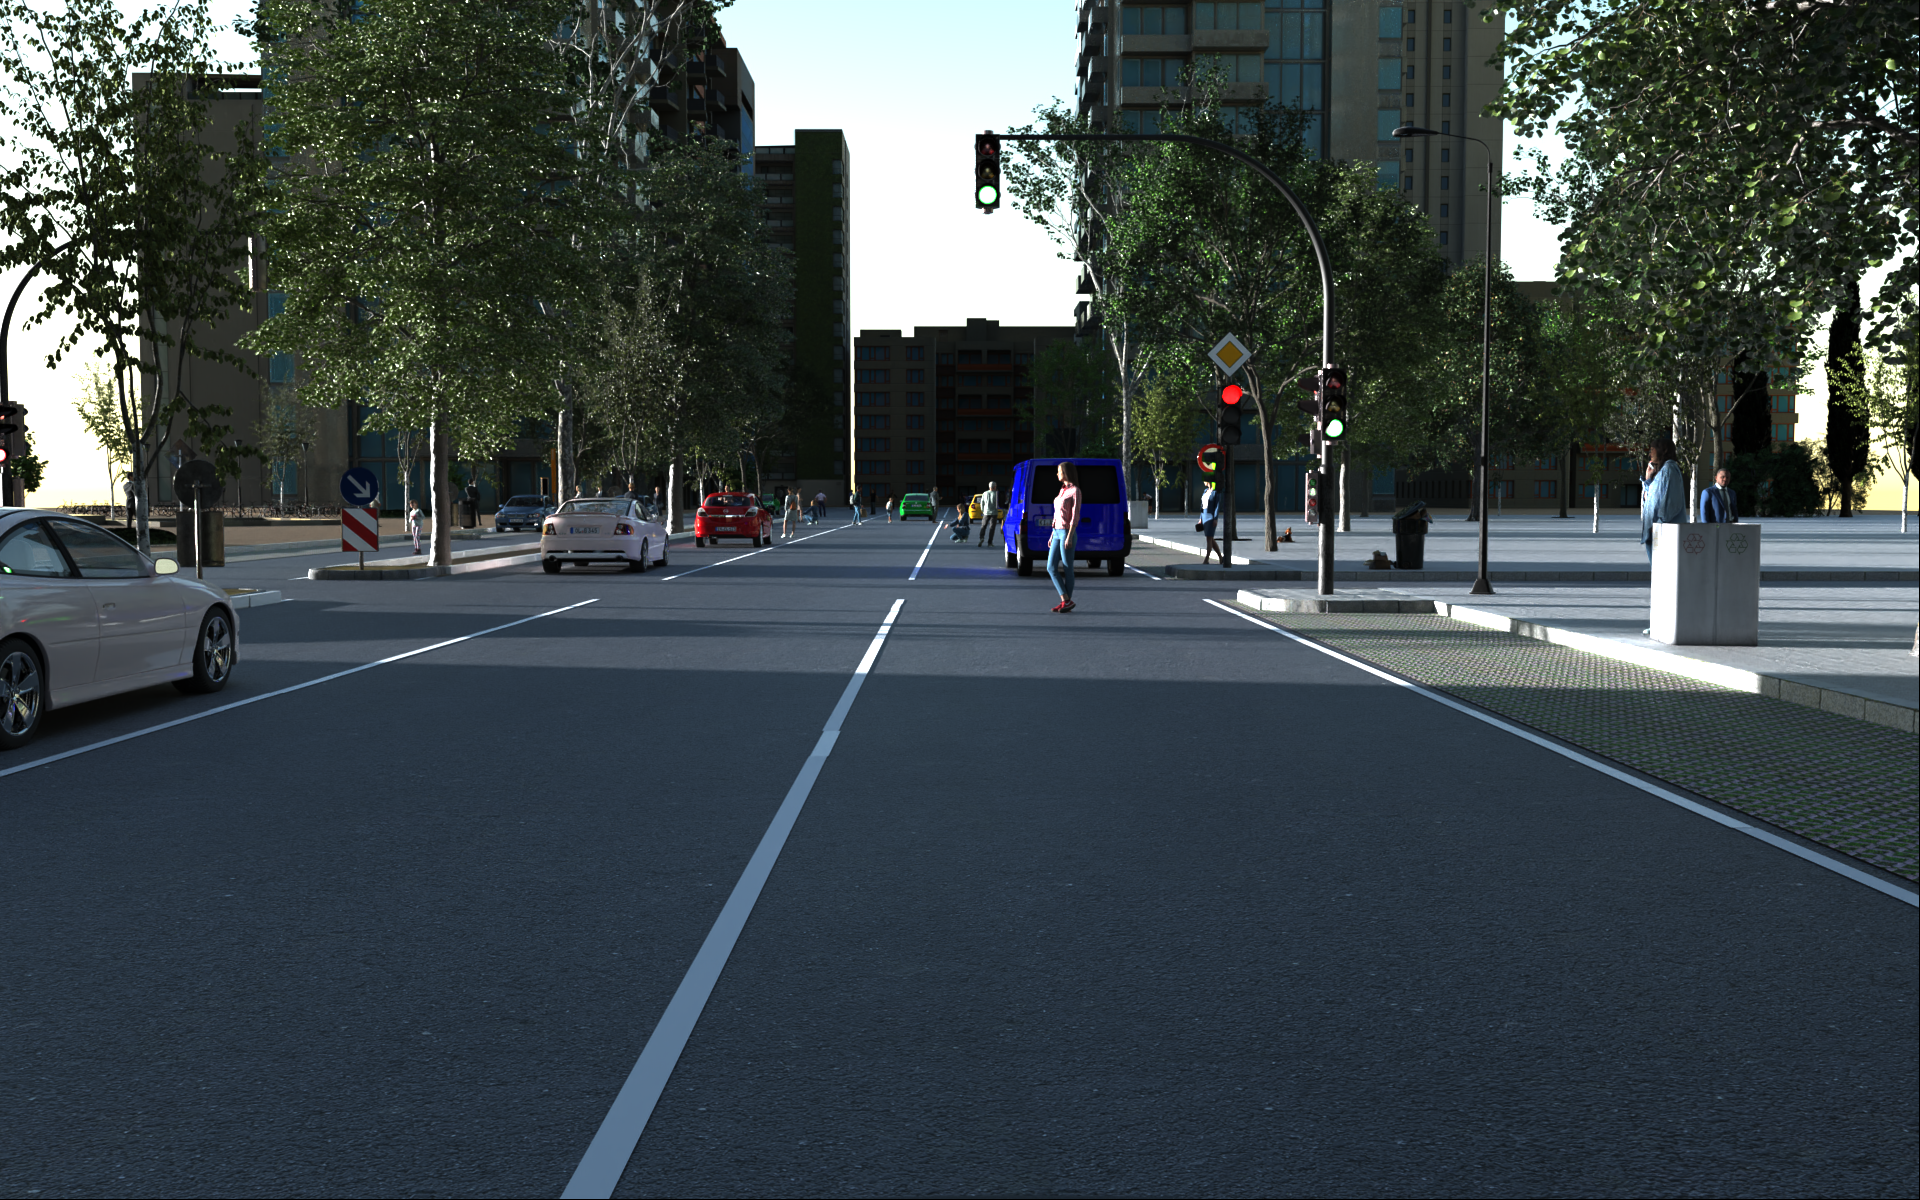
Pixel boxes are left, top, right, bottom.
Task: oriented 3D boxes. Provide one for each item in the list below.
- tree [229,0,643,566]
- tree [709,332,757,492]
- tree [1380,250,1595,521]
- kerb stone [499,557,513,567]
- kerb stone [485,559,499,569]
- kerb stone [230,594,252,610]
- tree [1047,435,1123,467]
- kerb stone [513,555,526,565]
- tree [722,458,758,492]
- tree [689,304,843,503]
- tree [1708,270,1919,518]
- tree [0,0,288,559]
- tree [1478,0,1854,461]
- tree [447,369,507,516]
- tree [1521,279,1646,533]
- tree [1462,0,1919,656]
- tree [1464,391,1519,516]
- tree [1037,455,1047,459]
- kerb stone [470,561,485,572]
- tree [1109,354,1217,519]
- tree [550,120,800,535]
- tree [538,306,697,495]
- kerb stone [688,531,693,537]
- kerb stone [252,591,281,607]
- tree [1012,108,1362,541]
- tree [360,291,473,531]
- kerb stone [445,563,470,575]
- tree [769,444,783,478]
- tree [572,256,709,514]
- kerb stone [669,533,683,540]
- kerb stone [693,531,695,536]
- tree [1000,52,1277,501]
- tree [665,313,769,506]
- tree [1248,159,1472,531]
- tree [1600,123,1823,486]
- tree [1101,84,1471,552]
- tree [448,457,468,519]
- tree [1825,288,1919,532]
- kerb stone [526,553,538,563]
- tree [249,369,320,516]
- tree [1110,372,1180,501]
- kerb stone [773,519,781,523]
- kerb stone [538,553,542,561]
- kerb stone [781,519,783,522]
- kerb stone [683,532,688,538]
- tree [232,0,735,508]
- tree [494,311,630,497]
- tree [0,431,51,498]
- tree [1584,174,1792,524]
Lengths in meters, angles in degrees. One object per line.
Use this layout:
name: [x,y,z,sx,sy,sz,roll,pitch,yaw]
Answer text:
tree: [-10.021,-6.883,33.113,7.486,12.596,7.792,0,3,0]
tree: [-10.181,-7.377,73.437,4.360,8.622,3.978,0,3,0]
tree: [24.576,-10.077,81.760,9.611,12.733,9.660,0,3,0]
kerb stone: [-9.085,-0.740,34.287,0.120,0.150,1.000,0,3,0]
kerb stone: [-9.085,-0.676,33.250,0.120,0.150,1.000,0,3,0]
kerb stone: [-9.063,0.047,21.431,0.120,0.150,1.000,0,3,0]
tree: [7.755,-6.892,96.401,4.285,4.588,4.351,0,3,0]
kerb stone: [-9.080,-0.802,35.309,0.120,0.150,1.000,0,3,0]
tree: [-18.756,-10.018,147.504,4.285,4.588,4.351,0,3,0]
tree: [-10.044,-9.239,87.920,8.767,10.594,7.601,0,3,0]
tree: [51.113,-12.016,98.279,18.604,14.587,13.155,0,4,-2]
tree: [-9.851,-4.141,20.529,4.737,8.622,4.395,0,3,0]
tree: [26.496,-12.934,67.356,12.611,20.169,13.585,0,3,0]
tree: [-28.451,-9.251,101.616,4.737,8.622,4.395,0,3,0]
tree: [20.979,-6.554,57.513,4.737,8.622,4.395,0,3,0]
tree: [8.015,-6.519,13.235,9.857,13.997,8.962,0,3,0]
tree: [31.432,-9.245,101.512,4.360,8.622,3.978,0,3,0]
tree: [6.537,-8.601,124.335,4.285,4.588,4.351,0,3,0]
kerb stone: [-9.078,-0.614,32.227,0.120,0.150,1.000,0,3,0]
tree: [9.948,-8.462,88.713,4.737,8.622,4.395,0,3,0]
tree: [-9.954,-9.235,60.111,9.857,13.997,8.962,0,3,0]
tree: [-19.824,-11.199,100.110,9.611,12.733,9.660,0,3,0]
kerb stone: [-9.141,-2.180,57.843,0.120,0.150,1.000,0,3,0]
kerb stone: [-9.057,-0.015,22.455,0.120,0.150,1.000,0,3,0]
tree: [7.320,-7.452,47.592,9.928,11.665,9.643,0,3,0]
tree: [-18.825,-6.674,59.484,4.360,8.622,3.978,0,3,0]
kerb stone: [-9.082,-0.551,31.200,0.120,0.150,1.000,0,3,0]
tree: [-18.830,-13.190,166.011,4.737,8.622,4.395,0,3,0]
tree: [-10.103,-6.132,53.079,4.360,8.622,3.978,0,3,0]
kerb stone: [-9.136,-2.054,55.788,0.120,0.150,1.000,0,3,0]
kerb stone: [-9.131,-2.239,58.873,0.120,0.150,1.000,0,3,0]
tree: [8.491,-13.340,74.000,12.611,20.169,13.585,0,3,0]
tree: [-10.063,-7.024,67.657,4.737,8.622,4.395,0,3,0]
tree: [13.659,-8.637,59.339,7.486,12.596,7.792,0,3,0]
tree: [20.430,-7.398,46.709,9.928,11.665,9.643,0,3,0]
tree: [7.082,-6.383,38.771,8.767,10.594,7.601,1,4,15]
tree: [-26.499,-5.824,89.819,1.663,3.219,1.824,0,3,0]
tree: [31.911,-6.617,58.548,4.737,8.622,4.395,0,3,0]
kerb stone: [-9.091,-0.865,36.331,0.120,0.150,1.000,0,3,0]
tree: [-40.310,-9.340,103.067,4.360,8.622,3.978,0,3,0]
tree: [10.533,-9.226,101.214,4.360,8.622,3.978,0,3,0]
kerb stone: [-9.194,-3.935,86.535,0.120,0.150,1.000,0,3,0]
kerb stone: [-9.088,-0.926,37.353,0.120,0.150,1.000,0,3,0]
kerb stone: [-9.190,-3.997,87.557,0.120,0.150,1.000,0,3,0]
kerb stone: [-9.131,-2.117,56.810,0.120,0.150,1.000,0,3,0]
tree: [-11.185,-11.364,44.155,12.611,20.169,13.585,0,3,0]
tree: [-19.899,-9.453,88.977,8.767,10.594,7.601,-1,4,-12]
tree: [-25.199,-3.177,46.551,1.663,3.219,1.824,0,3,0]
tree: [16.408,-5.430,39.136,4.360,8.622,3.978,0,3,0]
